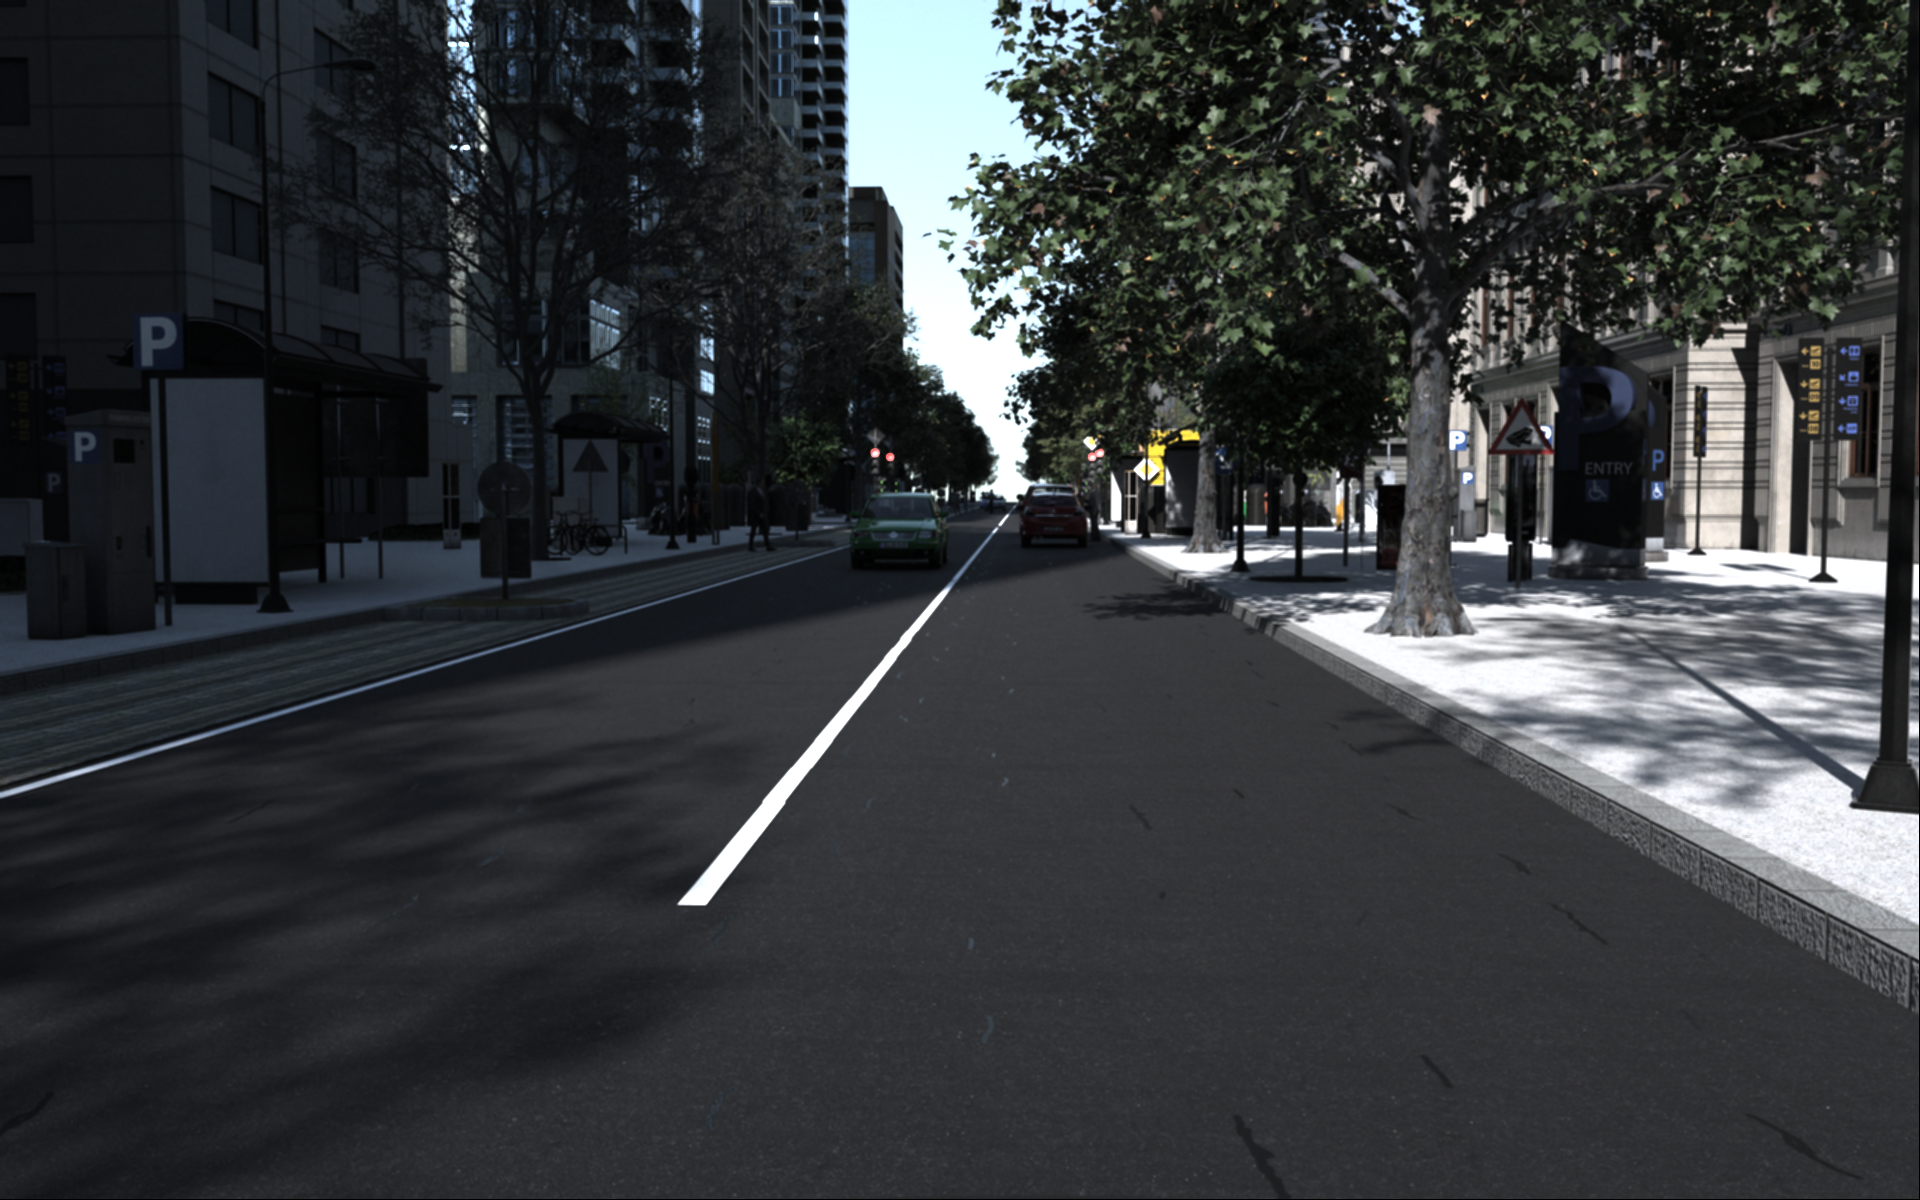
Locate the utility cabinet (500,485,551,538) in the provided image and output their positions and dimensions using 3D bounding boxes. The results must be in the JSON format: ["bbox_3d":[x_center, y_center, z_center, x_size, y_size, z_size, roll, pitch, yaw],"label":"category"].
[{"bbox_3d":[-10.694,-2.075,42.605,1.173,1.500,0.318,-2,4,-33],"label":"utility cabinet"}]

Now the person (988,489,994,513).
[{"bbox_3d":[2.312,-7.384,129.412,0.473,1.802,0.592,2,4,23],"label":"person"}]

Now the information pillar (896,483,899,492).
[{"bbox_3d":[-4.091,-6.490,110.599,0.304,2.012,0.304,2,4,32],"label":"information pillar"}]

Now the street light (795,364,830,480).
[{"bbox_3d":[-5.321,-5.469,61.967,1.470,5.913,1.316,0,4,2],"label":"street light"}]

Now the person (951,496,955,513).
[{"bbox_3d":[-0.417,-7.122,127.537,0.503,1.515,0.523,-1,4,-15],"label":"person"}]

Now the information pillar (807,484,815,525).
[{"bbox_3d":[-6.315,-4.188,72.968,0.304,2.012,0.304,1,4,20],"label":"information pillar"}]

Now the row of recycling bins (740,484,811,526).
[{"bbox_3d":[-7.708,-3.812,69.435,3.534,1.692,1.069,-1,4,-23],"label":"row of recycling bins"}]

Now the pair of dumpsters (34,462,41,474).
[{"bbox_3d":[-10.614,-1.278,23.385,1.574,2.255,4.437,0,4,2],"label":"pair of dumpsters"}]

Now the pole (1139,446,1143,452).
[{"bbox_3d":[7.498,-4.764,71.728,0.158,3.312,0.155,0,3,0],"label":"pole"}]

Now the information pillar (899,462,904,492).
[{"bbox_3d":[-3.772,-7.347,111.480,0.183,3.616,0.504,-3,5,-39],"label":"information pillar"}]

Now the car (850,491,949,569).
[{"bbox_3d":[-1.180,-1.587,34.740,1.959,1.807,4.718,0,4,2],"label":"car"}]

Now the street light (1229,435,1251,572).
[{"bbox_3d":[4.084,-3.418,28.432,1.470,5.913,1.316,0,4,2],"label":"street light"}]

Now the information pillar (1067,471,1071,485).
[{"bbox_3d":[9.447,-9.705,150.025,0.504,3.616,0.183,3,5,41],"label":"information pillar"}]

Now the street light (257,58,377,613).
[{"bbox_3d":[-6.905,-2.818,18.619,1.470,5.913,1.316,0,4,2],"label":"street light"}]

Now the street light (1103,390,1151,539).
[{"bbox_3d":[4.842,-4.732,49.913,1.470,5.913,1.316,0,4,2],"label":"street light"}]

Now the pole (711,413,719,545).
[{"bbox_3d":[-6.190,-3.054,43.781,0.158,3.312,0.155,0,3,0],"label":"pole"}]

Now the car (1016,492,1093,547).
[{"bbox_3d":[2.615,-2.387,48.072,2.155,1.783,4.494,0,4,3],"label":"car"}]

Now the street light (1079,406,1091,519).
[{"bbox_3d":[5.506,-6.046,71.398,1.470,5.913,1.316,0,4,2],"label":"street light"}]

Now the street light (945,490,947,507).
[{"bbox_3d":[-1.735,-11.236,156.253,1.470,5.913,1.316,0,4,2],"label":"street light"}]

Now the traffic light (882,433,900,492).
[{"bbox_3d":[-3.176,-5.559,79.805,0.839,4.253,0.868,0,4,2],"label":"traffic light"}]

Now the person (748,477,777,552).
[{"bbox_3d":[-4.918,-2.116,42.881,0.755,1.850,0.659,2,4,29],"label":"person"}]

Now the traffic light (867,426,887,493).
[{"bbox_3d":[-3.475,-5.071,71.825,0.839,4.253,0.868,0,4,2],"label":"traffic light"}]

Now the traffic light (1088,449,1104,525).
[{"bbox_3d":[5.730,-5.051,71.497,0.839,4.253,0.868,0,4,2],"label":"traffic light"}]

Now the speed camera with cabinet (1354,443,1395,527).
[{"bbox_3d":[16.257,-4.502,67.948,0.660,3.252,2.038,-1,4,-19],"label":"speed camera with cabinet"}]

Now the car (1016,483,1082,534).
[{"bbox_3d":[3.114,-3.145,60.092,2.281,1.827,5.304,0,4,0],"label":"car"}]

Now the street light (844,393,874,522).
[{"bbox_3d":[-4.634,-6.566,79.890,1.470,5.913,1.316,0,4,2],"label":"street light"}]

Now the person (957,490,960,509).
[{"bbox_3d":[-0.221,-9.384,161.951,0.705,1.821,1.348,0,4,-6],"label":"person"}]

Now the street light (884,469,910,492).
[{"bbox_3d":[-3.856,-7.904,101.774,1.470,5.913,1.316,0,4,2],"label":"street light"}]

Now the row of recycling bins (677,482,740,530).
[{"bbox_3d":[-9.021,-3.316,61.329,1.069,1.692,3.534,1,4,14],"label":"row of recycling bins"}]

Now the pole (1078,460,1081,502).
[{"bbox_3d":[6.983,-6.582,101.458,0.158,3.312,0.155,0,3,0],"label":"pole"}]

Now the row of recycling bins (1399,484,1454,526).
[{"bbox_3d":[19.110,-3.817,69.516,3.534,1.692,1.069,2,4,24],"label":"row of recycling bins"}]

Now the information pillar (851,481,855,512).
[{"bbox_3d":[-5.971,-5.697,97.637,0.304,2.012,0.304,-1,4,-15],"label":"information pillar"}]

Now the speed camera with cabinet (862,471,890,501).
[{"bbox_3d":[-5.101,-6.886,106.914,2.038,3.252,0.660,-2,4,-34],"label":"speed camera with cabinet"}]

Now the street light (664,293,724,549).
[{"bbox_3d":[-6.148,-4.132,40.100,1.470,5.913,1.316,0,4,2],"label":"street light"}]

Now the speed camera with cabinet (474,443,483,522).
[{"bbox_3d":[-19.105,-4.503,67.958,0.660,3.252,2.038,-1,4,-12],"label":"speed camera with cabinet"}]

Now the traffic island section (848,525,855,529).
[{"bbox_3d":[-3.515,-3.039,71.962,2.009,0.180,2.903,0,4,2],"label":"traffic island section"}]

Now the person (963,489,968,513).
[{"bbox_3d":[0.414,-7.429,129.978,0.388,1.821,0.555,-2,4,-32],"label":"person"}]

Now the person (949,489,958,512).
[{"bbox_3d":[-0.532,-7.664,133.784,0.713,1.824,0.794,-1,4,-21],"label":"person"}]

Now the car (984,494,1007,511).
[{"bbox_3d":[3.041,-8.321,148.053,2.014,1.417,4.499,0,4,2],"label":"car"}]

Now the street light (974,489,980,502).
[{"bbox_3d":[2.166,-17.715,262.183,1.470,5.913,1.316,0,4,2],"label":"street light"}]

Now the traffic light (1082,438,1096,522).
[{"bbox_3d":[6.030,-5.539,79.477,0.839,4.253,0.868,0,4,2],"label":"traffic light"}]

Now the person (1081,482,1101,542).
[{"bbox_3d":[3.985,-2.677,52.452,0.590,1.801,0.661,-1,4,-10],"label":"person"}]

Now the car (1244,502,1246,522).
[{"bbox_3d":[10.765,-4.145,76.570,4.718,1.807,1.959,0,4,0],"label":"car"}]

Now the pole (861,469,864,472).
[{"bbox_3d":[-7.754,-8.833,138.262,0.158,3.312,0.155,0,3,0],"label":"pole"}]

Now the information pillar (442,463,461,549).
[{"bbox_3d":[-11.900,-2.205,40.539,0.304,2.012,0.304,3,5,42],"label":"information pillar"}]

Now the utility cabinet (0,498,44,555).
[{"bbox_3d":[-14.372,-0.939,26.515,1.020,1.237,0.306,2,4,34],"label":"utility cabinet"}]

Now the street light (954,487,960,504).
[{"bbox_3d":[-0.997,-12.566,177.991,1.470,5.913,1.316,0,4,2],"label":"street light"}]

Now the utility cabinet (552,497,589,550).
[{"bbox_3d":[-8.965,-1.758,39.909,1.020,1.237,0.306,3,5,41],"label":"utility cabinet"}]

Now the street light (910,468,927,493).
[{"bbox_3d":[-3.034,-9.218,123.253,1.470,5.913,1.316,0,4,2],"label":"street light"}]

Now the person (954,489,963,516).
[{"bbox_3d":[-0.115,-6.491,114.903,0.573,1.790,0.520,0,4,3],"label":"person"}]

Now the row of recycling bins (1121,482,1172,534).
[{"bbox_3d":[6.264,-3.053,57.037,1.069,1.692,3.534,-1,4,-18],"label":"row of recycling bins"}]

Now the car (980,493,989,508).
[{"bbox_3d":[2.979,-10.226,176.787,1.945,1.707,3.694,0,4,4],"label":"car"}]

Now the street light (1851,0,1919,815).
[{"bbox_3d":[3.284,-2.105,6.952,1.470,5.913,1.316,0,4,2],"label":"street light"}]

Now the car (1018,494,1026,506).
[{"bbox_3d":[7.448,-11.306,194.636,2.009,1.686,4.222,0,4,3],"label":"car"}]

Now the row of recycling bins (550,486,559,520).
[{"bbox_3d":[-20.955,-4.748,84.734,3.534,1.692,1.069,-2,4,-35],"label":"row of recycling bins"}]

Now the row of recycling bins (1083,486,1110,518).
[{"bbox_3d":[7.814,-5.212,92.329,1.069,1.692,3.534,-2,4,-35],"label":"row of recycling bins"}]

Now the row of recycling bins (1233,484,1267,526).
[{"bbox_3d":[10.756,-3.896,70.814,3.534,1.692,1.069,1,4,10],"label":"row of recycling bins"}]
